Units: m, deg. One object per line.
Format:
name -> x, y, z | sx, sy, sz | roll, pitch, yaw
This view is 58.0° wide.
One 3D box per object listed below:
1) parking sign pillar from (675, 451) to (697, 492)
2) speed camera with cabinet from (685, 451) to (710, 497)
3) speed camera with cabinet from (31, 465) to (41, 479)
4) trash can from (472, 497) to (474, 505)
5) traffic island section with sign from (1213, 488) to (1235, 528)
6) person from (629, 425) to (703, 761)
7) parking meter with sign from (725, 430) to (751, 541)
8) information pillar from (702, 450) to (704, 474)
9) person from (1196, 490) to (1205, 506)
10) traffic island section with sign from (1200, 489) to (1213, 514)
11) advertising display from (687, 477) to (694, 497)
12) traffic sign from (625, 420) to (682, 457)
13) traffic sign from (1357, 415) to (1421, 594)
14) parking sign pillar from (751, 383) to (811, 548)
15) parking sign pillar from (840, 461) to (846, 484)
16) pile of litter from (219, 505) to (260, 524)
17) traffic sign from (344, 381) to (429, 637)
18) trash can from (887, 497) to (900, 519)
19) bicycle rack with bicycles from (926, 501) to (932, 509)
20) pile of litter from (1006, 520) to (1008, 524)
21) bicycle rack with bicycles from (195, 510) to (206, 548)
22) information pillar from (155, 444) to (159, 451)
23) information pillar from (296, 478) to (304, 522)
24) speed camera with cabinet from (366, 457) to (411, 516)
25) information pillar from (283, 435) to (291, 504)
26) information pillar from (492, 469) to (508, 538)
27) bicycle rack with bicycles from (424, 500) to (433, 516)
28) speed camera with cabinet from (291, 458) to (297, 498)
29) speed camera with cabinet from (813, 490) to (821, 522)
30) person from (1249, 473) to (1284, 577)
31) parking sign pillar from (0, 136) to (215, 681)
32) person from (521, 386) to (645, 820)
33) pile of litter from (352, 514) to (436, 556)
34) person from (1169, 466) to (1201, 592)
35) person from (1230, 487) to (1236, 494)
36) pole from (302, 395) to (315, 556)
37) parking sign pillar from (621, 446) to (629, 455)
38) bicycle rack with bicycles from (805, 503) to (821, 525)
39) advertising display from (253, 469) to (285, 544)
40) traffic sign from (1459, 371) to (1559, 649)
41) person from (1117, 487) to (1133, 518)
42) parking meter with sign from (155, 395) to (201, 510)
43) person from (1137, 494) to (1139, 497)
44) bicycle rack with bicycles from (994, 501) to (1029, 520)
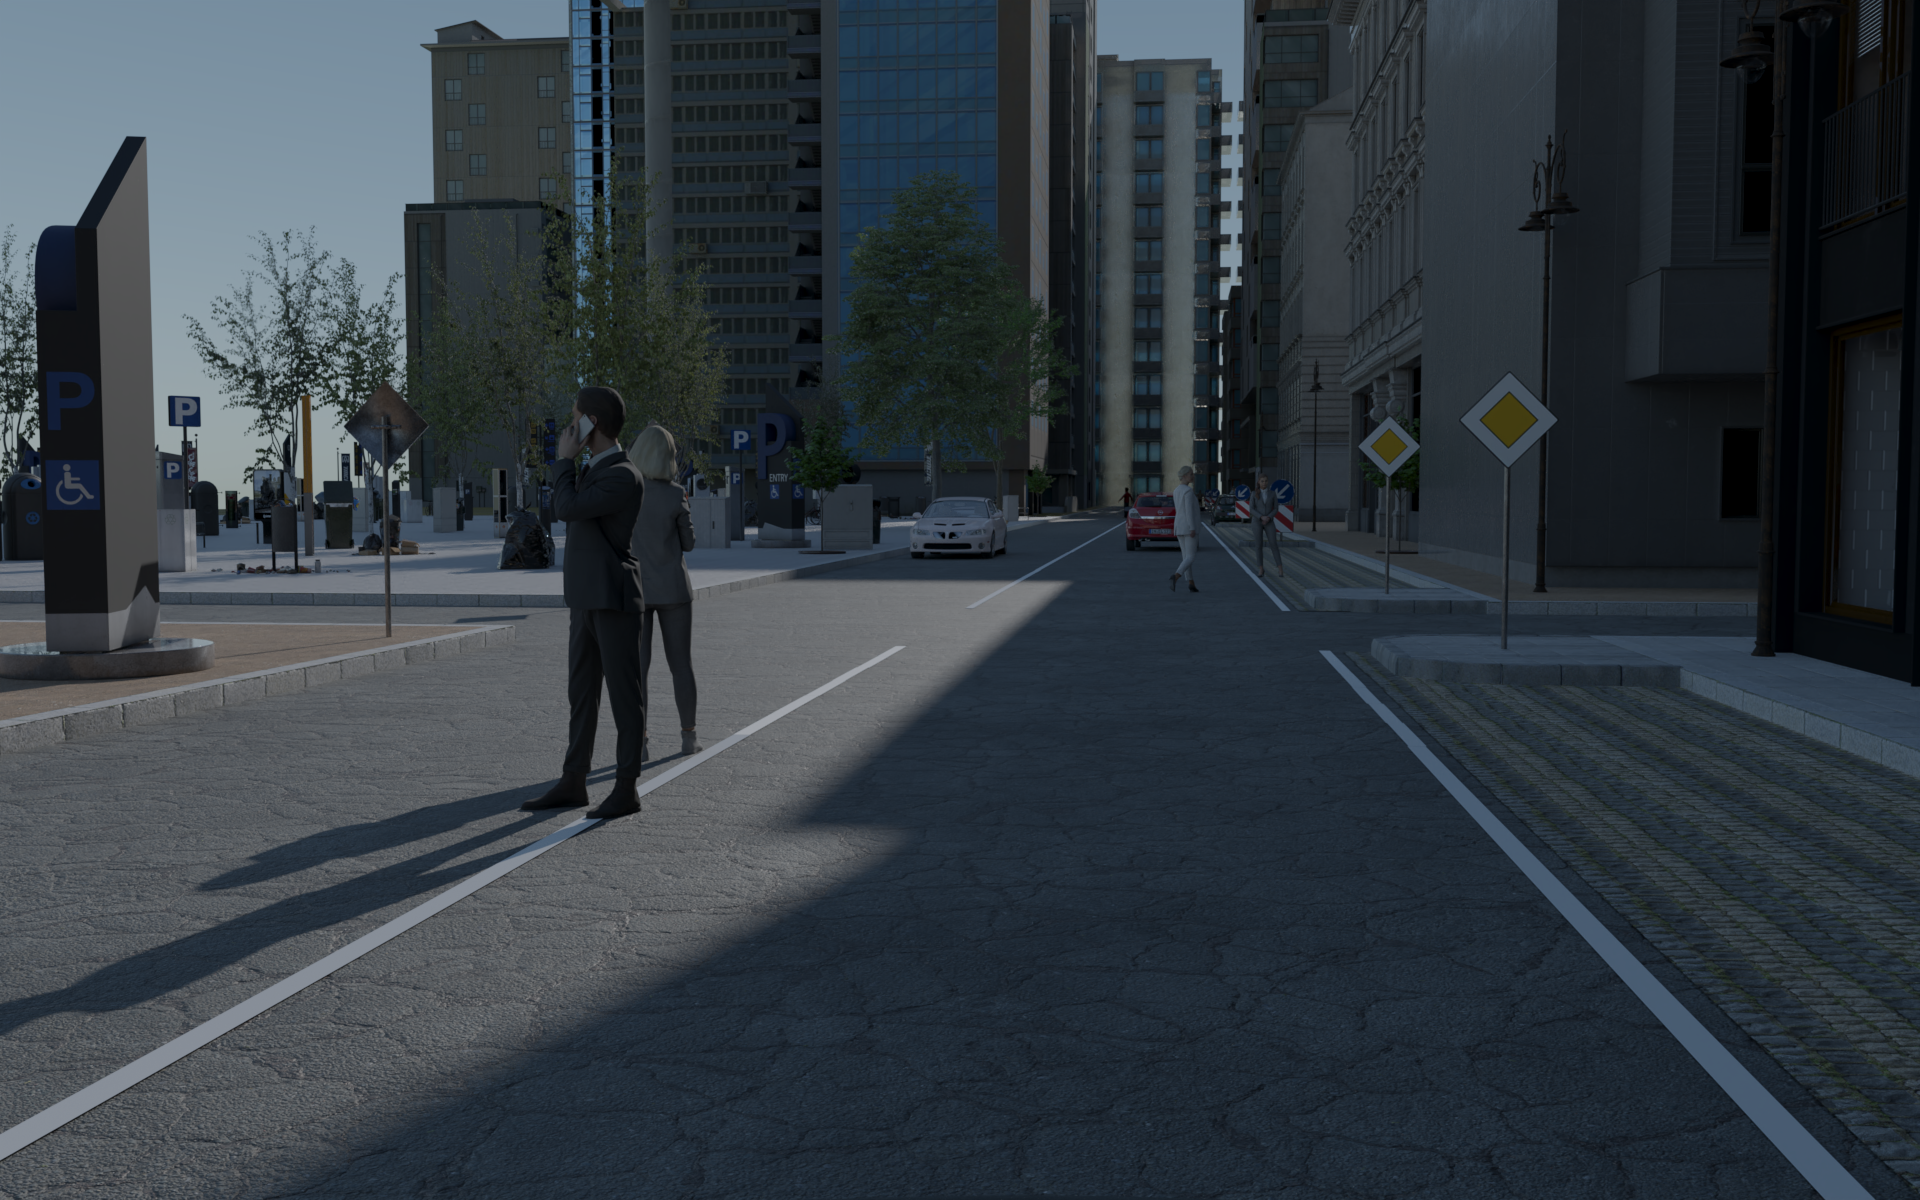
parking sign pillar -> -14.642, -6.325, 91.882 | 1.447, 3.967, 1.447 | 0, 4, -2
speed camera with cabinet -> -12.485, -5.182, 79.060 | 2.038, 3.252, 0.660 | -1, 4, -16
speed camera with cabinet -> -28.638, -3.749, 55.634 | 2.038, 3.252, 0.660 | -2, 4, -34
trash can -> -25.226, -4.706, 88.600 | 0.748, 1.137, 0.748 | 0, 3, 0
traffic island section with sign -> 11.991, -4.019, 74.340 | 1.989, 1.847, 2.006 | 0, 4, 7
person -> -1.707, -0.049, 9.485 | 0.537, 1.800, 0.526 | 0, 4, 4
parking meter with sign -> -6.182, -3.151, 47.773 | 0.543, 3.016, 1.738 | -1, 4, -17
information pillar -> -13.547, -6.121, 91.426 | 0.183, 3.616, 0.504 | -1, 4, -12
person -> 23.409, -9.810, 168.899 | 1.348, 1.823, 0.705 | 1, 4, 21
traffic island section with sign -> 18.056, -7.010, 123.241 | 1.989, 1.847, 2.006 | 0, 4, 7
advertising display -> -10.109, -3.656, 64.995 | 0.123, 1.923, 0.974 | -1, 4, -16
traffic sign -> -4.137, -1.208, 23.396 | 0.795, 2.450, 0.064 | 0, 4, 7
traffic sign -> 5.481, -1.134, 22.186 | 0.795, 2.450, 0.064 | 0, 4, 7
parking sign pillar -> -4.292, -3.243, 41.487 | 1.447, 3.967, 1.447 | -3, 5, -45
parking sign pillar -> -6.707, -6.477, 94.374 | 1.447, 3.967, 1.447 | -1, 4, -14
pile of litter -> -31.113, -3.713, 74.671 | 1.719, 0.858, 1.176 | -1, 4, -17
traffic sign -> -5.121, -0.724, 15.472 | 0.795, 2.450, 0.064 | 0, 4, 7
trash can -> -3.482, -4.859, 91.094 | 0.748, 1.137, 0.748 | 0, 3, 0
bicycle rack with bicycles -> -0.634, -4.724, 90.626 | 2.852, 0.926, 2.925 | 0, 4, 5
pile of litter -> 1.512, -3.671, 73.993 | 1.176, 0.858, 1.719 | 0, 4, 8
bicycle rack with bicycles -> -18.767, -1.633, 40.077 | 2.852, 0.926, 2.925 | -1, 4, -13
information pillar -> -37.762, -5.512, 81.481 | 0.183, 3.616, 0.504 | 0, 4, -8
information pillar -> -30.631, -4.652, 80.555 | 0.304, 2.012, 0.304 | 2, 4, 33
speed camera with cabinet -> -27.952, -5.528, 84.715 | 2.038, 3.252, 0.660 | 0, 4, 2
information pillar -> -25.937, -4.615, 66.810 | 0.183, 3.616, 0.504 | 0, 4, 7
information pillar -> -13.330, -2.798, 50.235 | 0.304, 2.012, 0.304 | 3, 5, 41
bicycle rack with bicycles -> -30.536, -5.226, 98.819 | 2.852, 0.926, 2.925 | -1, 4, -17
speed camera with cabinet -> -36.118, -5.994, 92.346 | 0.660, 3.252, 2.038 | 2, 4, 31
speed camera with cabinet -> -5.838, -5.307, 81.112 | 2.038, 3.252, 0.660 | -1, 4, -19
person -> 5.271, -1.284, 29.771 | 0.520, 1.790, 0.573 | -1, 4, -12
parking sign pillar -> -6.214, -1.469, 12.498 | 1.447, 3.967, 1.447 | -1, 4, -10
person -> -1.649, 0.010, 7.697 | 0.474, 1.900, 0.648 | -2, 4, -31
pile of litter -> -11.962, -1.388, 36.652 | 1.719, 0.858, 1.176 | -1, 4, -16
person -> 3.238, -1.023, 25.097 | 0.818, 1.842, 0.514 | -3, 5, -42
person -> 14.103, -4.950, 89.548 | 0.853, 1.813, 0.709 | 0, 4, -4
pole -> -13.503, -2.570, 35.869 | 0.158, 3.312, 0.155 | 0, 3, 0
parking sign pillar -> -14.760, -5.279, 74.790 | 1.447, 3.967, 1.447 | -2, 4, -31
bicycle rack with bicycles -> -5.572, -3.604, 72.315 | 2.925, 0.926, 2.852 | 0, 4, 6
advertising display -> -17.772, -2.406, 44.547 | 0.974, 1.923, 0.123 | 2, 4, 25
traffic sign -> 4.497, -0.649, 14.261 | 0.795, 2.450, 0.064 | 0, 4, 7
person -> 9.845, -5.758, 102.600 | 1.348, 1.831, 0.705 | -3, 5, -44
parking meter with sign -> -14.382, -2.148, 31.373 | 1.738, 3.016, 0.543 | 3, 5, 42
person -> 16.258, -8.893, 157.128 | 0.421, 1.427, 0.697 | -2, 4, -31
bicycle rack with bicycles -> 2.194, -4.420, 85.656 | 2.852, 0.926, 2.925 | -1, 4, -14
